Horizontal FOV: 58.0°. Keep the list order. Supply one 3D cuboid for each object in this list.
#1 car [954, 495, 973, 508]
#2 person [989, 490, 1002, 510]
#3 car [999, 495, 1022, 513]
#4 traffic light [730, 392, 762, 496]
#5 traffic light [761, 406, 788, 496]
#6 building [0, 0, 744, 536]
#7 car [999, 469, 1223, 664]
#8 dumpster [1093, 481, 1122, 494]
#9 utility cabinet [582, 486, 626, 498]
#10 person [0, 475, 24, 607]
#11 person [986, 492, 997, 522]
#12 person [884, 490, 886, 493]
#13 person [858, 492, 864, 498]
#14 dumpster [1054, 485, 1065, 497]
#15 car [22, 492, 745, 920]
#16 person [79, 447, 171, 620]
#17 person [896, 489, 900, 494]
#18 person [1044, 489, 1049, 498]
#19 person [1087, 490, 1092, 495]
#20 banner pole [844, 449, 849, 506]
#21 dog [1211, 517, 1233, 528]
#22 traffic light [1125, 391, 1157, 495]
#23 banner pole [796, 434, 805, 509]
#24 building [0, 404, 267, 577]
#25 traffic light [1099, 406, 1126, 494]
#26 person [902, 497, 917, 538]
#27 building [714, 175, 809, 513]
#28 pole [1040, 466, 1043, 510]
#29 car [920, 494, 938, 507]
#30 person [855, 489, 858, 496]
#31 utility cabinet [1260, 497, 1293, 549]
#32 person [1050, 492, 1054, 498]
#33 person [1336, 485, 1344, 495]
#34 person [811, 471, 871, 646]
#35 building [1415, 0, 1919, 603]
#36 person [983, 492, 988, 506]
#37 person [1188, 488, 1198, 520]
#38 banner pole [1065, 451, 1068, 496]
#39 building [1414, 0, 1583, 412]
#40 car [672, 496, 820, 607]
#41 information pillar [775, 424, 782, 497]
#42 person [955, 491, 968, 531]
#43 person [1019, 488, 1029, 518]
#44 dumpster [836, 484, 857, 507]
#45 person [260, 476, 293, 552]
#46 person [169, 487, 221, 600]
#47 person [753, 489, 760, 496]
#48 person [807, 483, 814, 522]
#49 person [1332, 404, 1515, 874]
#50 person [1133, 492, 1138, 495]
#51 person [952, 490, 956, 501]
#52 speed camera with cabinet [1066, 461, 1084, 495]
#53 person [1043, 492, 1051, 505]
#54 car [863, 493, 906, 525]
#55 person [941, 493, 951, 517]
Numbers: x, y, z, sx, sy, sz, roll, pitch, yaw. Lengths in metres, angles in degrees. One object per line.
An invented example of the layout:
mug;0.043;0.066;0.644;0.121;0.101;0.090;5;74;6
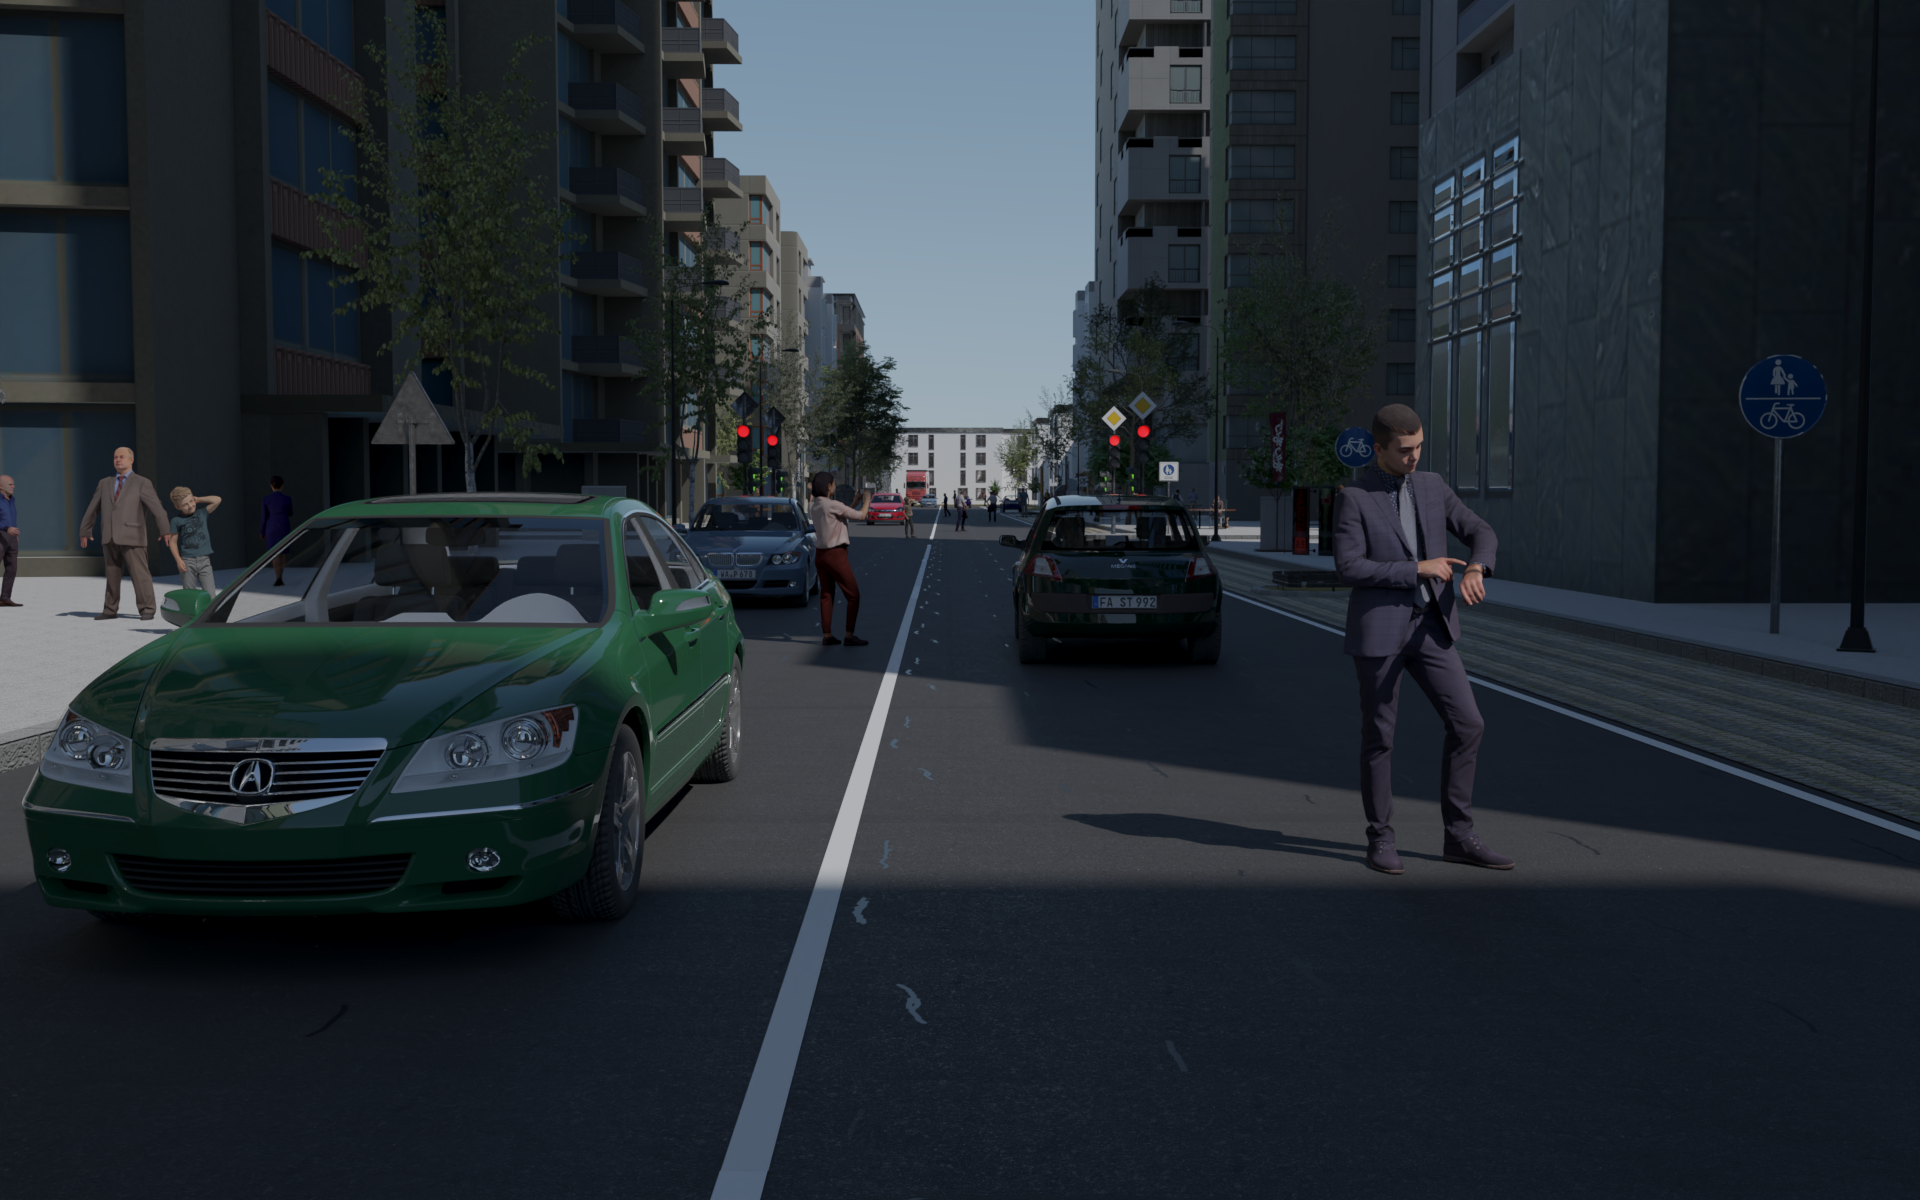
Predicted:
car;0.312;-10.017;176.357;1.945;1.354;3.894;0;4;1
person;3.050;-8.861;153.308;1.348;1.831;0.705;1;4;23
car;4.021;-7.441;134.246;1.945;1.354;3.894;0;4;-2
traffic light;-5.856;-3.569;47.278;0.839;4.253;0.868;0;4;-1
traffic light;-5.929;-4.058;55.262;0.839;4.253;0.868;0;4;-1
building;-20.866;-25.466;70.992;22.147;44.769;28.867;0;4;-1
car;1.367;-0.381;16.008;2.009;1.686;4.222;0;4;1
dumpster;6.766;-4.495;79.246;1.264;1.857;1.865;0;4;-1
utility cabinet;-9.739;-2.368;47.394;1.173;1.500;0.318;0;4;-8
person;-10.799;-0.661;19.537;0.600;1.496;0.574;2;4;29
person;1.624;-4.794;89.100;0.614;1.554;0.590;-1;4;-14
person;-8.648;-11.692;198.002;0.445;1.727;0.742;-2;4;-24
person;-9.734;-9.990;169.455;0.705;1.814;1.350;-2;4;-27
dumpster;6.445;-6.153;106.354;1.264;1.857;1.865;0;4;0
car;-2.024;0.273;7.339;2.131;1.459;4.920;0;3;0
person;-8.502;-0.675;17.639;0.990;1.755;0.434;0;4;5
person;-4.304;-6.631;117.045;0.598;1.807;0.434;3;4;36
person;8.183;-9.624;163.940;0.434;1.755;0.990;3;5;40
person;7.825;-5.823;103.465;0.499;1.552;0.429;3;4;36
banner pole;-6.358;-6.566;97.374;0.401;3.779;0.863;1;4;15
dog;9.878;-2.908;65.286;0.550;0.427;0.748;-3;5;-44
traffic light;4.964;-3.576;47.391;0.839;4.253;0.868;0;4;-1
banner pole;-6.647;-5.032;72.293;0.401;3.779;0.863;1;4;23
building;-24.465;-23.098;32.270;28.867;44.769;22.147;0;4;-1
traffic light;4.892;-4.065;55.376;0.839;4.253;0.868;0;4;-1
person;-1.643;-2.708;56.685;0.340;1.345;0.435;2;4;34
building;-24.473;-16.113;108.485;27.650;21.520;28.899;0;4;-1
pole;6.011;-8.179;127.567;0.158;3.312;0.155;0;3;0
car;-3.371;-10.714;187.169;2.014;1.417;4.499;0;4;-1
person;-10.204;-10.168;172.817;0.617;1.759;0.750;0;4;5
utility cabinet;7.477;-1.789;40.408;0.306;1.237;1.020;-3;4;-37
person;8.280;-9.052;157.273;0.599;1.433;0.991;3;4;36
person;10.283;-2.347;46.884;0.387;1.526;0.523;-1;4;-17
person;-1.130;-0.397;16.449;0.566;1.644;0.517;0;4;-1
building;19.344;-42.820;12.778;22.319;86.520;31.000;0;4;-1
person;3.000;-11.771;201.676;0.721;1.743;1.217;1;4;22
person;11.325;-4.658;84.258;0.516;1.574;0.319;0;4;3
banner pole;6.219;-6.790;101.037;0.401;3.779;0.863;-1;4;-9
building;33.726;-31.967;64.664;28.212;58.520;21.231;0;4;-1
car;-2.836;-0.702;23.479;2.014;1.417;4.499;0;4;-2
information pillar;-6.057;-4.067;57.846;0.183;3.616;0.504;1;4;10
person;0.053;-3.411;66.479;0.590;1.554;0.614;-1;4;-21
person;3.872;-5.860;104.447;0.598;1.807;0.434;0;4;-1
dumpster;-6.753;-5.869;101.713;1.264;1.857;1.865;0;4;0
person;-9.552;-0.965;24.188;0.453;1.535;0.546;-3;5;-42
person;-6.831;-0.343;15.553;0.435;1.345;0.340;-3;5;-40
person;-8.958;-4.181;76.666;0.482;1.546;0.388;1;4;10
person;-6.963;-4.534;80.309;0.434;1.807;0.598;0;4;2
person;1.772;0.148;6.534;0.683;1.767;0.568;-1;4;-19
person;6.425;-3.229;62.750;0.435;1.345;0.340;3;4;38
person;-0.592;-10.880;186.018;0.705;1.869;1.348;1;4;15
speed camera with cabinet;6.788;-6.627;102.691;0.660;3.252;2.038;-1;4;-12
person;4.386;-4.605;86.336;0.480;1.512;0.613;0;4;-7
car;-3.389;-4.369;80.474;2.155;1.783;4.494;0;3;0
person;-0.940;-6.054;110.175;0.600;1.496;0.574;3;4;36
